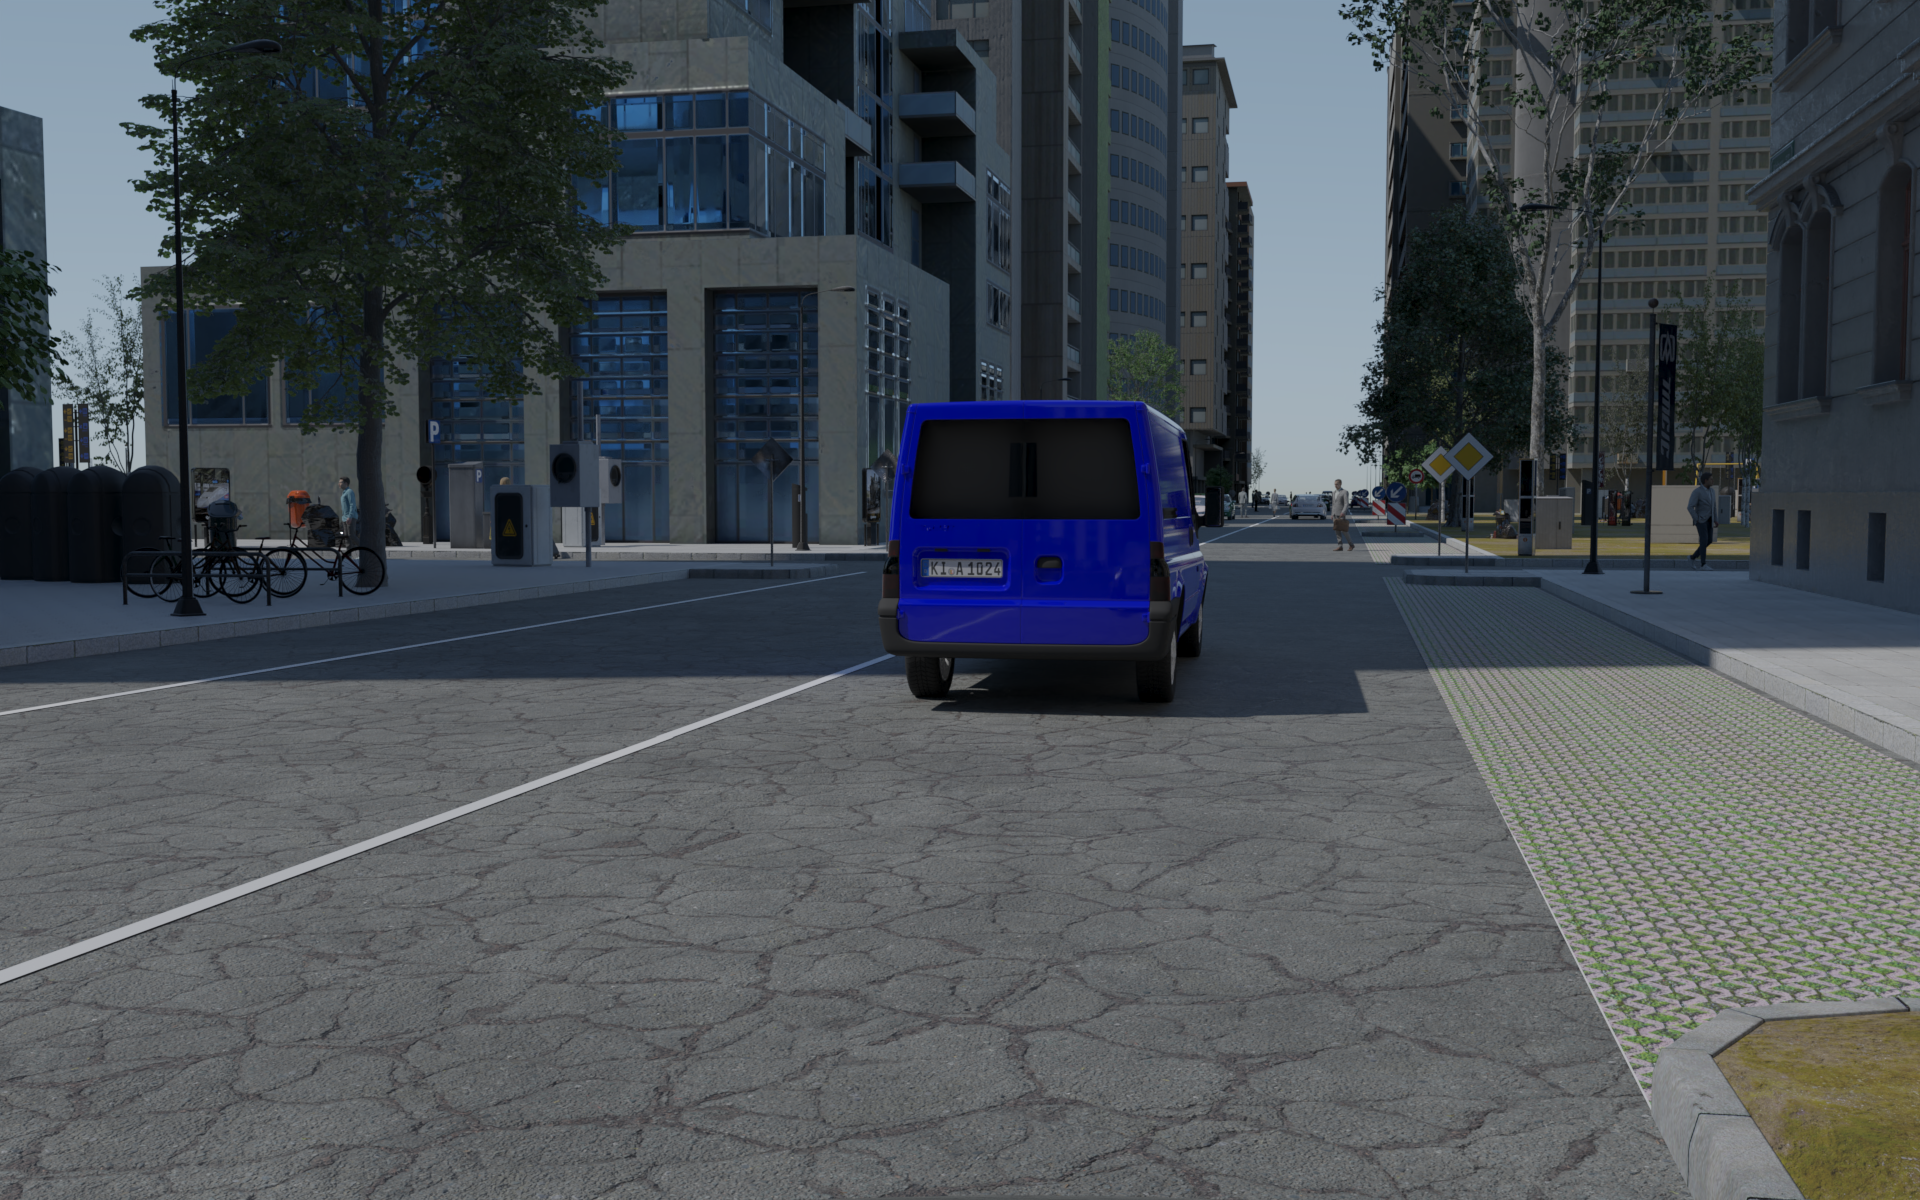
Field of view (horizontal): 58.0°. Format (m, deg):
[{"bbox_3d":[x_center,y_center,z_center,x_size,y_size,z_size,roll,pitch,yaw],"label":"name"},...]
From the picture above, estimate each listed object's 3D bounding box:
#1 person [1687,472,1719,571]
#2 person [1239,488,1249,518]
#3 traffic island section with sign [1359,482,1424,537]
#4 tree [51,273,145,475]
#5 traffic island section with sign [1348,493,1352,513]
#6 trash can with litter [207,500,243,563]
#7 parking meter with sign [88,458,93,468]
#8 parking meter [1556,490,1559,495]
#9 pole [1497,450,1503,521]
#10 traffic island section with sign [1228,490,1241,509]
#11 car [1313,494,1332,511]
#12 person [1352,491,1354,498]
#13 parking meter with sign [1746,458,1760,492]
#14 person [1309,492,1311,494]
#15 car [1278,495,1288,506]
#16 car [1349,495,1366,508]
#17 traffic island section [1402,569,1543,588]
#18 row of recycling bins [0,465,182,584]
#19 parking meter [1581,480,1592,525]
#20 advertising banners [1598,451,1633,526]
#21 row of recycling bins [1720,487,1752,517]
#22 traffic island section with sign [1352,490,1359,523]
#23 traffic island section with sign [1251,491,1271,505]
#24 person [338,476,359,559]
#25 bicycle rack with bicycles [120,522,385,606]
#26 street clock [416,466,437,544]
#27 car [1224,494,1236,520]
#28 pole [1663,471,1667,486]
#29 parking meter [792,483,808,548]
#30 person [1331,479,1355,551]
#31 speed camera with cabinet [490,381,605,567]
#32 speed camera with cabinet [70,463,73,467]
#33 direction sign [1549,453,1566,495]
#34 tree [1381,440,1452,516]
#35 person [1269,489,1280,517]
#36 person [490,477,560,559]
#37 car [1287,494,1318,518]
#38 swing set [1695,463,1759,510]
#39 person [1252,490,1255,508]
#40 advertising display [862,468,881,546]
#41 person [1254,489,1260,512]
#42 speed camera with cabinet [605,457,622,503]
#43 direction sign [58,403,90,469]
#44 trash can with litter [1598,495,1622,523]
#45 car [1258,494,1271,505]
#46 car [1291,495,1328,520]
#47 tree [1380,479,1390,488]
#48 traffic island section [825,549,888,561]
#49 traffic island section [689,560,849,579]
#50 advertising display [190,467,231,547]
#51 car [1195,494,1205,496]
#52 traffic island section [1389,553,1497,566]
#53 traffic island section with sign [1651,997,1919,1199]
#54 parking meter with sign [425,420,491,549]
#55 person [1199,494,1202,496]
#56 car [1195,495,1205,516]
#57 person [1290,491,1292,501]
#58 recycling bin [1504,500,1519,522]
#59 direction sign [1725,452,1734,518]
[{"bbox_3d":[13.927,-1.482,32.577,0.661,1.843,0.795,-2,4,-23],"label":"person"},{"bbox_3d":[17.178,-5.893,104.953,0.635,1.810,0.391,2,4,34],"label":"person"},{"bbox_3d":[14.541,-3.036,58.262,1.989,1.847,2.006,1,4,12],"label":"traffic island section with sign"},{"bbox_3d":[-27.332,-6.480,56.315,4.360,8.622,3.978,0,3,0],"label":"tree"},{"bbox_3d":[31.136,-7.654,133.778,1.989,1.847,2.006,1,4,12],"label":"traffic island section with sign"},{"bbox_3d":[-13.779,-1.291,32.497,0.624,1.170,1.055,-1,4,-22],"label":"trash can with litter"},{"bbox_3d":[-41.610,-5.410,84.720,1.738,3.016,0.543,-1,4,-14],"label":"parking meter with sign"},{"bbox_3d":[34.204,-5.533,98.877,0.372,1.533,0.369,0,3,0],"label":"parking meter"},{"bbox_3d":[22.637,-4.818,72.616,0.158,3.312,0.155,0,3,0],"label":"pole"},{"bbox_3d":[25.519,-9.391,162.174,1.989,1.847,2.006,1,4,12],"label":"traffic island section with sign"},{"bbox_3d":[30.212,-8.186,145.635,2.131,1.459,4.920,1,4,12],"label":"car"},{"bbox_3d":[50.388,-13.039,221.779,0.705,1.812,1.348,2,4,24],"label":"person"},{"bbox_3d":[39.207,-5.415,84.800,1.738,3.016,0.543,-2,4,-26],"label":"parking meter with sign"},{"bbox_3d":[42.594,-12.294,210.223,0.721,1.743,1.217,-1,4,-22],"label":"person"},{"bbox_3d":[39.622,-12.349,214.262,2.083,1.381,4.827,1,4,12],"label":"car"},{"bbox_3d":[41.052,-10.127,178.154,1.945,1.354,3.894,1,4,12],"label":"car"},{"bbox_3d":[8.260,-0.361,28.175,2.009,0.180,2.903,1,4,12],"label":"traffic island section"},{"bbox_3d":[-12.836,-1.124,25.492,3.534,1.692,1.069,2,4,27],"label":"row of recycling bins"},{"bbox_3d":[25.750,-4.001,71.128,0.399,1.863,0.255,-1,4,-15],"label":"parking meter"},{"bbox_3d":[26.413,-4.514,69.985,0.090,3.025,2.074,-1,4,-23],"label":"advertising banners"},{"bbox_3d":[43.772,-5.399,95.382,3.534,1.692,1.069,2,4,26],"label":"row of recycling bins"},{"bbox_3d":[20.357,-4.655,84.743,1.989,1.847,2.006,1,4,12],"label":"traffic island section with sign"},{"bbox_3d":[37.541,-12.738,216.892,1.989,1.847,2.006,1,4,12],"label":"traffic island section with sign"},{"bbox_3d":[-13.315,-1.800,37.943,0.620,1.820,0.660,-2,4,-35],"label":"person"},{"bbox_3d":[-8.850,-0.465,20.982,2.925,0.926,2.852,0,4,8],"label":"bicycle rack with bicycles"},{"bbox_3d":[-13.604,-2.426,44.230,0.471,2.002,0.358,1,4,17],"label":"street clock"},{"bbox_3d":[14.395,-5.202,96.854,2.131,1.459,4.920,1,4,13],"label":"car"},{"bbox_3d":[39.437,-6.306,96.951,0.158,3.312,0.155,0,3,0],"label":"pole"},{"bbox_3d":[-3.814,-2.007,41.230,0.372,1.533,0.369,0,3,0],"label":"parking meter"},{"bbox_3d":[9.560,-2.140,43.602,0.853,1.813,0.709,-2,4,-35],"label":"person"},{"bbox_3d":[-7.358,-2.218,30.606,2.038,3.252,0.660,2,4,27],"label":"speed camera with cabinet"},{"bbox_3d":[-32.147,-4.268,64.115,2.038,3.252,0.660,-3,5,-39],"label":"speed camera with cabinet"},{"bbox_3d":[33.231,-6.382,96.349,0.876,3.537,0.379,2,4,29],"label":"direction sign"},{"bbox_3d":[28.654,-7.790,111.084,4.285,4.588,4.351,0,3,0],"label":"tree"},{"bbox_3d":[19.618,-6.074,108.165,0.694,1.780,0.624,3,5,40],"label":"person"},{"bbox_3d":[-9.658,-1.802,38.176,1.509,1.804,0.699,1,4,18],"label":"person"},{"bbox_3d":[20.711,-5.780,104.294,2.009,1.686,4.222,1,4,11],"label":"car"},{"bbox_3d":[39.068,-5.559,88.515,3.119,2.851,2.862,2,4,30],"label":"swing set"},{"bbox_3d":[30.396,-10.452,179.472,0.705,1.814,1.350,0,4,0],"label":"person"},{"bbox_3d":[-2.189,-2.300,42.821,0.123,1.923,0.974,1,4,18],"label":"advertising display"},{"bbox_3d":[24.156,-8.105,141.028,0.705,1.823,1.348,0,4,-8],"label":"person"},{"bbox_3d":[-9.016,-2.944,42.474,0.660,3.252,2.038,1,4,16],"label":"speed camera with cabinet"},{"bbox_3d":[-22.133,-3.146,43.439,0.876,3.537,0.379,1,4,23],"label":"direction sign"},{"bbox_3d":[29.424,-4.119,78.404,1.678,1.210,2.233,0,4,-5],"label":"trash can with litter"},{"bbox_3d":[38.766,-12.954,221.586,2.009,1.686,4.222,1,4,13],"label":"car"},{"bbox_3d":[19.808,-5.252,98.229,2.083,1.381,4.827,1,4,14],"label":"car"},{"bbox_3d":[47.192,-12.032,191.326,1.663,3.219,1.824,0,3,0],"label":"tree"},{"bbox_3d":[-1.641,-0.993,38.521,2.009,0.180,2.903,1,4,12],"label":"traffic island section"},{"bbox_3d":[-3.354,-0.516,30.722,2.009,0.180,2.903,1,4,12],"label":"traffic island section"},{"bbox_3d":[-18.261,-2.265,42.239,0.123,1.923,0.974,2,4,35],"label":"advertising display"},{"bbox_3d":[17.162,-6.996,123.188,1.959,1.807,4.718,1,4,10],"label":"car"},{"bbox_3d":[9.973,-0.838,35.975,2.009,0.180,2.903,1,4,12],"label":"traffic island section"},{"bbox_3d":[2.478,0.324,3.324,1.989,1.847,2.006,1,4,12],"label":"traffic island section with sign"},{"bbox_3d":[-11.604,-2.717,40.682,1.738,3.016,0.543,1,4,12],"label":"parking meter with sign"},{"bbox_3d":[16.233,-6.468,117.467,0.599,1.433,0.991,2,4,33],"label":"person"},{"bbox_3d":[10.670,-4.083,79.121,2.083,1.381,4.827,1,4,14],"label":"car"},{"bbox_3d":[45.706,-14.109,239.275,0.705,1.812,1.348,1,4,16],"label":"person"},{"bbox_3d":[25.319,-4.081,79.275,0.722,1.027,0.722,2,4,27],"label":"recycling bin"},{"bbox_3d":[41.300,-6.179,93.024,0.876,3.537,0.379,-3,5,-41],"label":"direction sign"}]
